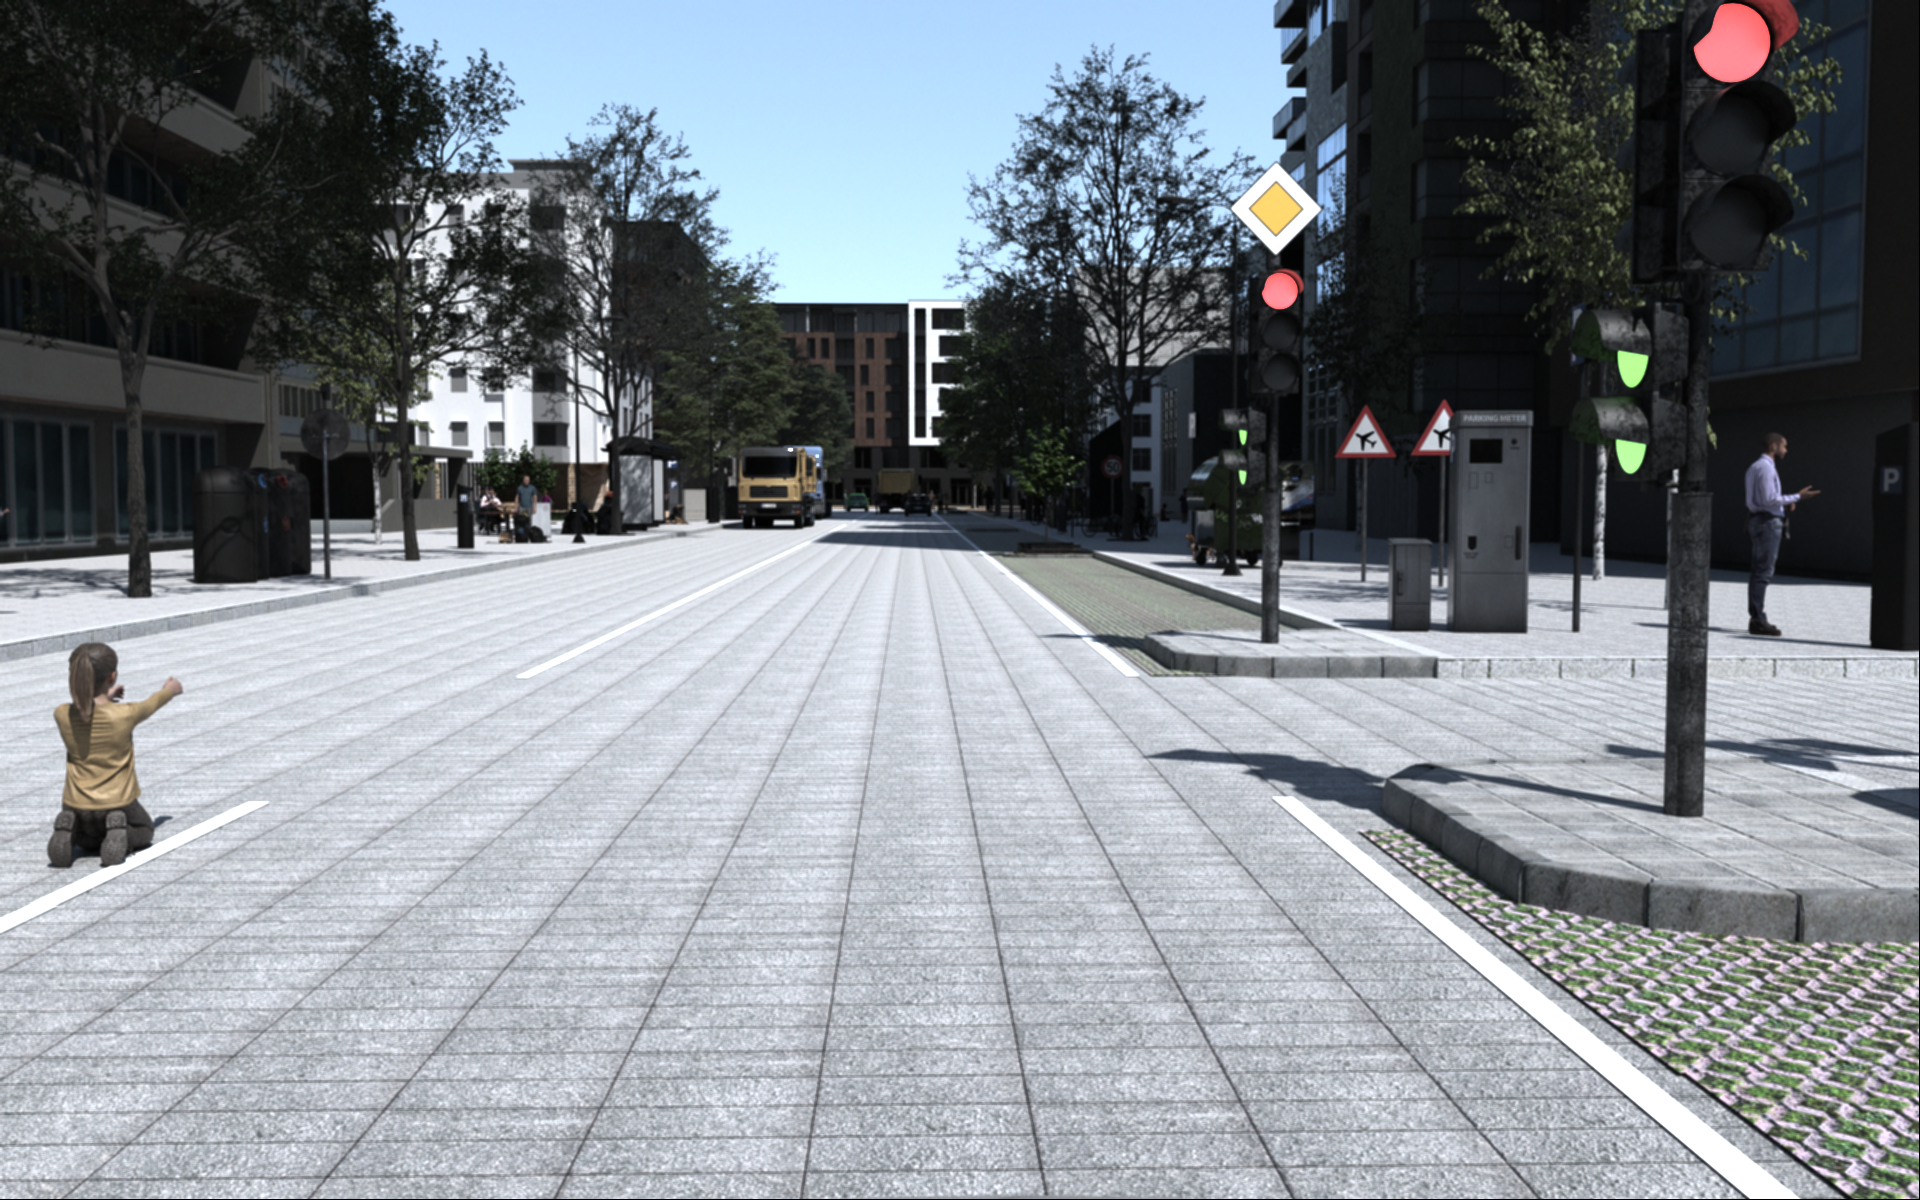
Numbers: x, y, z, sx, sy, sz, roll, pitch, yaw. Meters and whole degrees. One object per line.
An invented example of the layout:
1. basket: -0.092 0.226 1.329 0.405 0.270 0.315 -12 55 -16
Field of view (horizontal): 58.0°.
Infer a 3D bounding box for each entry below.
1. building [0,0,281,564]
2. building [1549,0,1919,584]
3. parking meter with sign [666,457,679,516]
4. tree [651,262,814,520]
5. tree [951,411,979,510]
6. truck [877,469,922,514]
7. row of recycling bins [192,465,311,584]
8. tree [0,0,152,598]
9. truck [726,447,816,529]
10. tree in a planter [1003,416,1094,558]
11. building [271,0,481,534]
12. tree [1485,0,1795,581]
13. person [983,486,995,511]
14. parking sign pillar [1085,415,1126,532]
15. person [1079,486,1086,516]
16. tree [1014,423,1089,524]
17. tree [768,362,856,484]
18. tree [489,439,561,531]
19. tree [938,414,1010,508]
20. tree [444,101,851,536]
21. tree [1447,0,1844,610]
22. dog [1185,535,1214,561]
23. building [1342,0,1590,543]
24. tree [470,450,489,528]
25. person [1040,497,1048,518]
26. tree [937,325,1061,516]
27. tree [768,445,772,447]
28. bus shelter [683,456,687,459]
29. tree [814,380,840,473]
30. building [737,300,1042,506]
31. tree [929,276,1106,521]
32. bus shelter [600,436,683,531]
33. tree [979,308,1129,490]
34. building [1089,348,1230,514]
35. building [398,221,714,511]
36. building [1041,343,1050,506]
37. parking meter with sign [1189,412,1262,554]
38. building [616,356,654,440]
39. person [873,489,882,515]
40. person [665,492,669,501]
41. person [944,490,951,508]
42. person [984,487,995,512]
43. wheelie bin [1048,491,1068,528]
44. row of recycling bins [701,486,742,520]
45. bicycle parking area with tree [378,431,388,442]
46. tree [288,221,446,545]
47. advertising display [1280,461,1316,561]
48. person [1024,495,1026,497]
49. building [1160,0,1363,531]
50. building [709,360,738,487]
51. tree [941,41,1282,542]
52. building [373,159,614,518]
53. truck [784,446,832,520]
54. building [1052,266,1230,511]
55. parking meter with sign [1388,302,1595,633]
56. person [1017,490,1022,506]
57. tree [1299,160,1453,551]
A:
1. building: -27.285 -24.915 31.059 21.300 48.544 21.600 0 4 -2
2. building: 19.587 -23.133 28.329 14.200 45.320 14.600 0 4 -2
3. parking meter with sign: -13.114 -5.071 79.179 0.543 3.016 1.738 -1 4 -12
4. tree: -11.318 -10.189 84.722 7.486 12.596 7.792 0 3 0
5. tree: 1.448 -11.587 139.814 4.737 8.622 4.395 0 3 0
6. truck: -4.670 -8.239 130.628 3.469 3.379 9.791 0 4 0
7. row of recycling bins: -10.779 -1.177 26.358 1.069 1.692 3.534 0 4 -4
8. tree: -10.134 -5.330 21.561 8.767 10.594 7.601 0 4 6
9. truck: -7.719 -4.745 73.500 3.469 3.379 9.791 0 4 -1
10. tree in a planter: 1.984 -2.585 39.482 1.991 3.239 1.994 0 4 -2
11. building: -35.305 -22.627 61.836 32.217 40.220 23.993 0 4 -2
12. tree: 9.733 -4.594 25.470 4.360 8.622 3.978 0 3 0
13. person: 2.162 -7.651 130.761 1.348 1.869 0.705 -3 5 -44
14. parking sign pillar: 4.983 -4.308 58.908 1.447 3.967 1.447 -1 4 -11
15. person: 6.888 -5.428 95.594 0.445 1.727 0.742 2 4 26
16. tree: 4.170 -5.614 75.509 4.285 4.588 4.351 0 3 0
17. tree: -14.272 -15.764 164.391 9.857 13.997 8.962 0 3 0
18. tree: -15.194 -4.056 60.919 1.663 3.219 1.824 0 3 0
19. tree: 1.411 -14.046 164.059 8.767 10.594 7.601 2 4 32
20. tree: -10.564 -8.756 53.525 12.009 13.543 11.850 0 3 0
21. tree: 7.648 -4.191 18.892 4.737 8.622 4.395 0 3 0
22. dog: 4.621 -0.997 33.135 0.540 0.507 0.406 -1 4 -10
23. building: 18.865 -22.498 51.439 14.154 41.232 14.086 0 4 -2
24. tree: -17.632 -4.319 65.213 1.663 3.219 1.824 0 3 0
25. person: 4.616 -5.407 94.577 1.348 1.807 0.705 -2 4 -31
26. tree: 2.330 -11.225 101.648 7.486 12.596 7.792 0 3 0
27. tree: -12.536 -8.039 115.149 4.285 4.588 4.351 0 3 0
28. bus shelter: -12.419 -4.671 70.292 2.014 3.302 5.546 0 4 -2
29. tree: -14.249 -14.357 152.858 7.486 12.596 7.792 0 3 0
30. building: -7.975 -21.536 196.083 32.646 21.610 27.936 0 4 -2
31. tree: 3.135 -9.607 82.835 9.928 11.665 9.643 0 3 0
32. bus shelter: -11.530 -4.213 62.805 2.014 3.302 5.546 0 4 -2
33. tree: 4.075 -7.136 67.038 4.737 8.622 4.395 0 3 0
34. building: 14.251 -10.486 113.591 9.099 9.664 28.070 0 4 -2
35. building: -37.932 -18.310 143.349 32.646 21.610 27.936 0 4 -2
36. building: 14.234 -20.376 189.569 11.380 20.091 16.016 0 4 -2
37. parking meter with sign: 5.819 -2.503 37.183 1.738 3.016 0.543 0 4 -8
38. building: -25.023 -10.633 115.990 9.099 9.664 28.070 0 4 -2
39. person: -5.788 -6.860 121.109 0.683 1.767 0.568 1 4 19
40. person: -16.865 -5.450 98.389 0.697 1.427 0.421 -2 4 -26
41. person: -1.084 -8.745 151.994 0.721 1.766 1.217 2 4 27
42. person: 2.199 -7.115 122.401 1.348 1.821 0.705 -3 4 -36
43. wheelie bin: 3.726 -3.524 65.524 0.693 1.594 0.980 -1 4 -19
44. row of recycling bins: -12.102 -4.919 87.538 1.069 1.692 3.534 -3 4 -36
45. bicycle parking area with tree: -27.623 -5.780 81.513 9.016 4.147 8.231 -1 4 -12
46. tree: -14.714 -5.694 43.456 4.737 8.622 4.395 0 3 0
47. advertising display: 6.355 -1.721 33.356 0.974 1.923 0.123 0 4 0
48. person: 5.388 -8.292 143.086 0.415 1.643 0.593 -2 4 -24
49. building: 22.067 -46.499 72.928 22.319 86.520 31.000 0 4 -2
50. building: -39.830 -19.685 188.312 31.486 18.905 16.747 0 4 -2
51. tree: 4.524 -8.367 47.163 12.009 13.543 11.850 0 3 0
52. building: -27.524 -14.647 95.904 16.016 20.091 11.380 0 4 -2
53. truck: -9.124 -6.933 103.121 2.967 4.110 18.799 0 4 -3
54. building: 17.077 -16.922 143.124 16.747 18.905 31.486 0 4 -2
55. parking meter with sign: 4.910 -1.214 16.117 1.738 3.016 0.543 0 4 7
56. person: 5.814 -9.748 166.897 0.593 1.643 0.415 -1 4 -23
57. tree: 8.931 -5.376 38.260 4.360 8.622 3.978 0 3 0
